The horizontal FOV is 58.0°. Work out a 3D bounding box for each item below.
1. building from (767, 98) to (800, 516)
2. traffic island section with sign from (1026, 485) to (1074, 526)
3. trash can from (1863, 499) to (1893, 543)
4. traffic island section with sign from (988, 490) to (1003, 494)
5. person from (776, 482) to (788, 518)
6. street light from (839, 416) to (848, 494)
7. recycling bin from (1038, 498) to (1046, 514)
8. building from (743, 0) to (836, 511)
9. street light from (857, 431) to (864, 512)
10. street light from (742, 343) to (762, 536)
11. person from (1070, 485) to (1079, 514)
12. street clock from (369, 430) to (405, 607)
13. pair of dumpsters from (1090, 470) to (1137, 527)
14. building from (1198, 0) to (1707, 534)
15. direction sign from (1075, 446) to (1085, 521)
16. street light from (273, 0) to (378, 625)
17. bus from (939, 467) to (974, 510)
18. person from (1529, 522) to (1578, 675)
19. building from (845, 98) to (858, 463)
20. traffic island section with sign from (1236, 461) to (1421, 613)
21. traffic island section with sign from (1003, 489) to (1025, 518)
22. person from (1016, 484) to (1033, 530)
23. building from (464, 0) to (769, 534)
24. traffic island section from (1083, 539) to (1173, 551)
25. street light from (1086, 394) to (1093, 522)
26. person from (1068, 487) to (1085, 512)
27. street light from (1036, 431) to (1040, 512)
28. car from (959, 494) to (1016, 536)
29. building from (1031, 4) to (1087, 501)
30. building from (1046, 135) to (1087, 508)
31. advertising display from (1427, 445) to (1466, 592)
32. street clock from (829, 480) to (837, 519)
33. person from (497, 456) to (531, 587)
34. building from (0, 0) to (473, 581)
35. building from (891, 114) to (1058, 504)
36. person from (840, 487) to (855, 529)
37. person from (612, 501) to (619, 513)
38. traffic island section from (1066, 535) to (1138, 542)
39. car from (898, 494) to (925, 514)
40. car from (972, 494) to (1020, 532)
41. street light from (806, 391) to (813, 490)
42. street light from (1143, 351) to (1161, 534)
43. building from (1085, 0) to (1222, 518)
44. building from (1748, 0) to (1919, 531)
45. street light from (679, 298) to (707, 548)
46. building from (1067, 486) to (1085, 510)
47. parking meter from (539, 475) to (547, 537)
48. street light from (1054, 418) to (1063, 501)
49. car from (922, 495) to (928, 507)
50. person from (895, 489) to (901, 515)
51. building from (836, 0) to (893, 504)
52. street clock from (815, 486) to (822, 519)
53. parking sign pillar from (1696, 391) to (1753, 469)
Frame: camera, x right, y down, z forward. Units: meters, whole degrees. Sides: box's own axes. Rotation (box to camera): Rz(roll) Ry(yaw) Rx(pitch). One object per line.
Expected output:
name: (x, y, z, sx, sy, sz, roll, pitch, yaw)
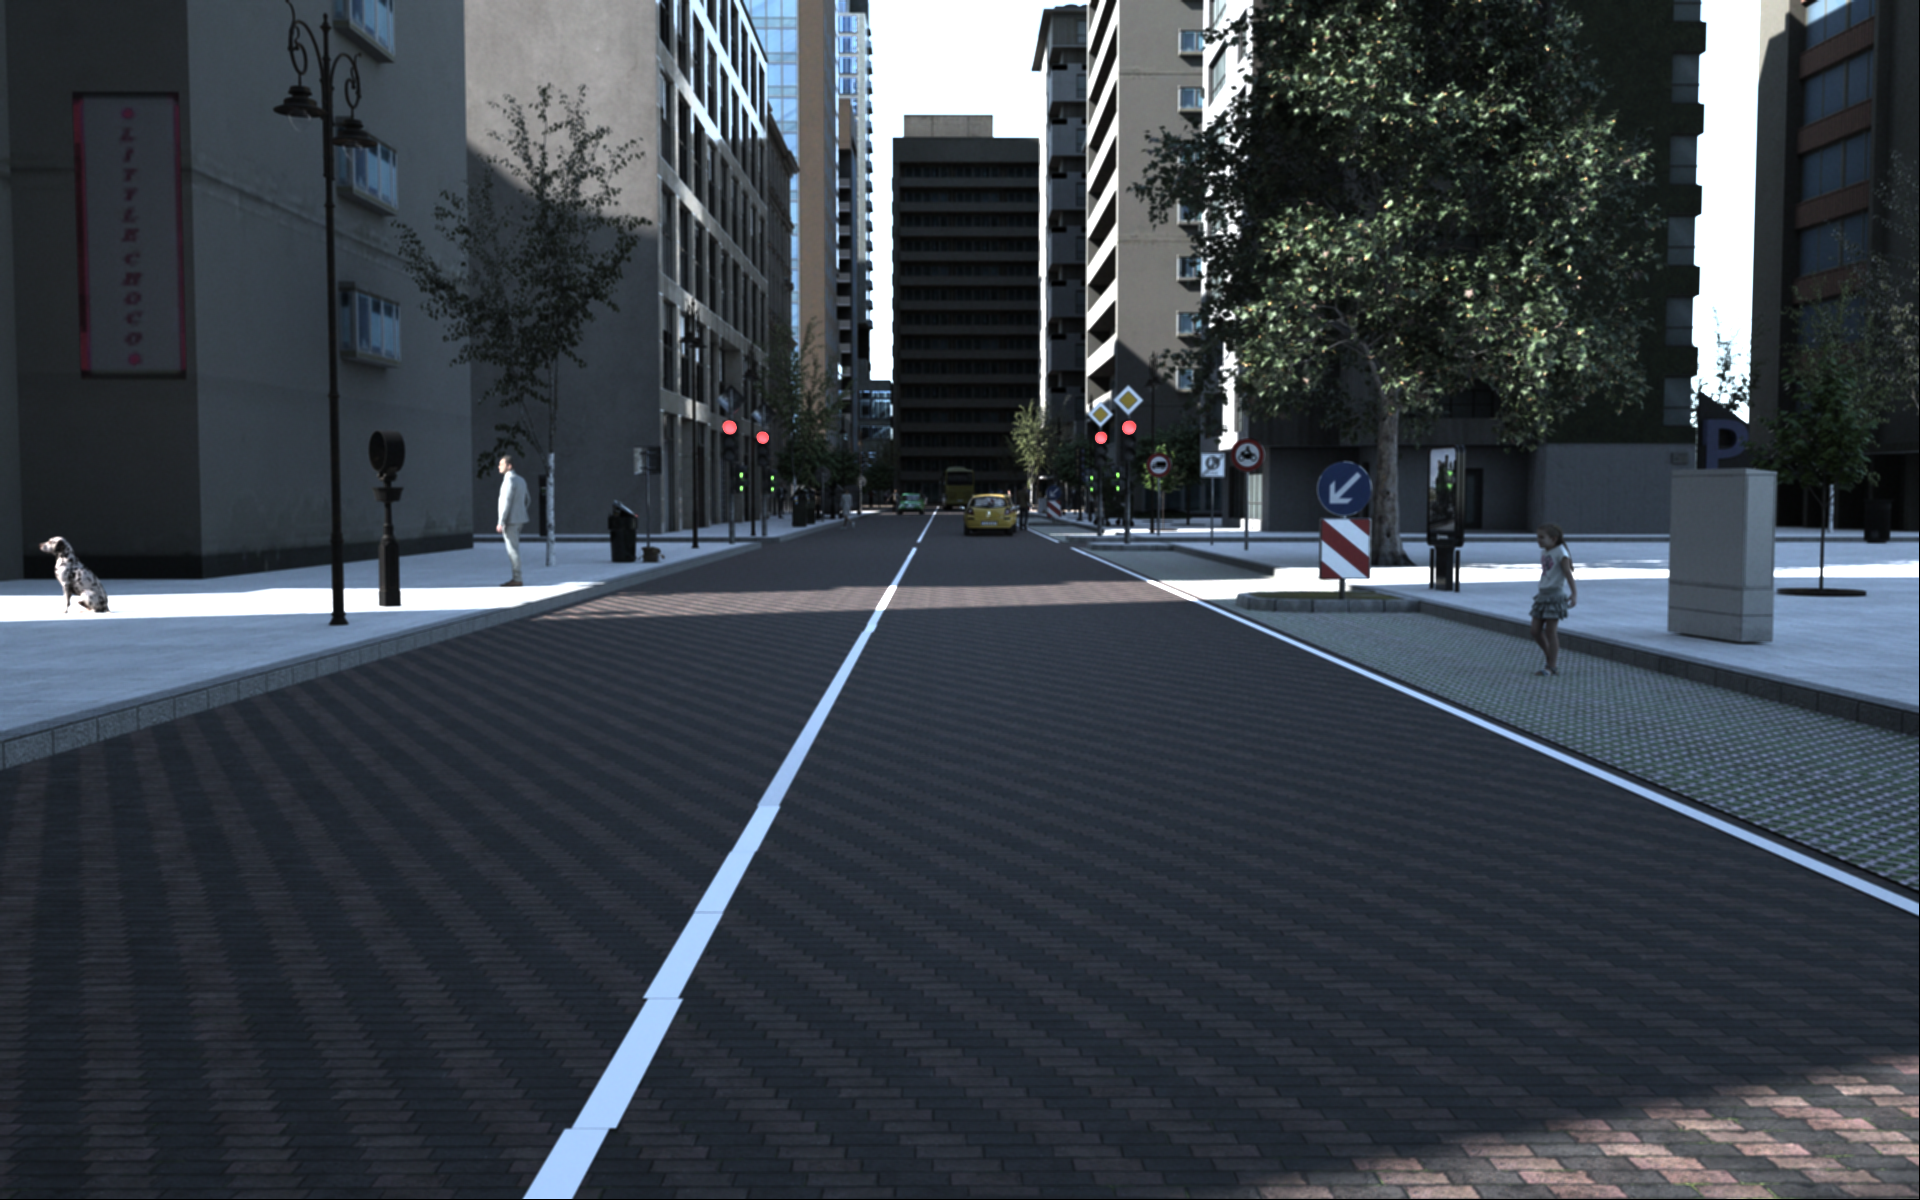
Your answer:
building: (-16.595, -18.611, 101.549, 12.463, 27.353, 25.104, 0, 4, 0)
traffic island section with sign: (4.068, -4.234, 77.849, 1.989, 1.847, 2.006, 0, 4, 0)
trash can: (24.049, -2.064, 45.398, 0.748, 1.137, 0.748, 0, 3, 0)
traffic island section with sign: (3.425, -8.922, 154.509, 1.989, 1.847, 2.006, 0, 4, 0)
person: (-9.479, -5.305, 92.146, 0.474, 1.900, 0.648, 1, 4, 22)
street light: (-6.802, -7.828, 100.778, 0.468, 5.910, 1.993, 0, 4, 0)
recycling bin: (5.482, -6.179, 113.584, 0.722, 1.027, 0.722, 0, 4, 3)
building: (-16.970, -29.657, 134.995, 14.600, 45.320, 14.200, 0, 4, 0)
street light: (-7.121, -9.272, 124.381, 0.468, 5.910, 1.993, 0, 4, 0)
street light: (-6.346, -4.905, 52.978, 0.468, 5.910, 1.993, 0, 4, 0)
person: (7.349, -6.442, 111.142, 0.659, 1.850, 0.755, 2, 4, 26)
street clock: (-6.520, -0.928, 19.744, 0.358, 2.002, 0.471, -3, 5, -42)
pair of dumpsters: (6.200, -4.127, 69.970, 1.574, 2.255, 4.437, 0, 4, 0)
building: (16.431, -17.702, 61.128, 14.107, 30.474, 14.160, 0, 4, 0)
direction sign: (5.710, -5.542, 82.609, 0.379, 3.537, 0.876, 2, 4, 33)
street light: (-6.100, -2.693, 16.826, 0.468, 5.910, 1.993, 0, 4, 0)
bus: (-0.251, -10.052, 155.895, 2.896, 3.916, 12.252, 0, 4, -2)
person: (4.712, -0.006, 13.608, 0.382, 1.210, 0.505, -1, 4, -18)
building: (-18.842, -33.189, 192.752, 14.200, 45.320, 14.600, 0, 4, 0)
traffic island section with sign: (4.539, -0.801, 21.732, 1.989, 1.847, 2.006, 0, 4, 0)
traffic island section with sign: (3.830, -5.933, 105.633, 1.989, 1.847, 2.006, 0, 4, 0)
person: (2.564, -3.712, 69.104, 0.656, 1.842, 0.836, 0, 4, -3)
building: (-19.286, -16.327, 71.456, 19.350, 26.468, 34.151, 0, 4, 0)
traffic island section: (4.342, -1.373, 44.738, 2.009, 0.180, 2.903, 0, 4, 0)
street light: (6.052, -6.566, 80.136, 0.468, 5.910, 1.993, 0, 4, 0)
person: (8.558, -7.308, 125.739, 1.509, 1.804, 0.699, 0, 4, -3)
street light: (5.748, -9.453, 127.345, 0.468, 5.910, 1.993, 0, 4, 0)
car: (0.985, -3.112, 61.107, 2.015, 1.641, 3.980, 0, 4, 0)
building: (22.595, -36.534, 186.568, 28.713, 52.752, 27.495, 0, 4, 0)
building: (24.513, -28.704, 161.184, 32.217, 40.220, 23.993, 0, 4, 0)
advertising display: (6.453, -1.090, 23.030, 0.123, 1.923, 0.974, 0, 4, -7)
street clock: (-6.494, -5.129, 88.428, 0.358, 2.002, 0.471, 2, 4, 24)
person: (-6.188, -1.089, 23.955, 0.391, 1.810, 0.635, 0, 4, -1)
building: (-21.950, -24.781, 28.870, 21.600, 48.544, 21.300, 0, 4, 0)
building: (2.074, -36.740, 224.399, 21.600, 48.544, 21.300, 0, 4, 0)
person: (-4.581, -3.753, 70.607, 0.760, 1.731, 0.466, 2, 4, 30)
person: (-9.354, -2.094, 47.400, 0.373, 1.253, 0.362, 3, 4, 36)
traffic island section: (4.276, -1.862, 52.722, 2.009, 0.180, 2.903, 0, 4, 0)
car: (-3.462, -6.982, 122.952, 1.959, 1.807, 4.718, 0, 4, 1)
car: (1.291, -3.413, 66.023, 2.015, 1.641, 3.980, 0, 4, 1)
street light: (-6.663, -6.361, 76.785, 0.468, 5.910, 1.993, 0, 4, 0)
street light: (6.253, -5.101, 56.189, 0.468, 5.910, 1.993, 0, 4, 0)
building: (19.093, -29.361, 103.748, 21.300, 48.544, 21.600, 0, 4, 0)
building: (45.871, -25.190, 66.485, 28.867, 44.769, 22.147, 0, 4, 0)
street light: (-6.291, -4.171, 40.987, 0.468, 5.910, 1.993, 0, 4, 0)
building: (19.573, -42.794, 137.937, 20.563, 71.187, 20.611, 0, 4, 0)
parking meter: (-12.552, -2.847, 52.266, 0.255, 1.863, 0.399, -1, 4, -19)
street light: (5.907, -8.009, 103.741, 0.468, 5.910, 1.993, 0, 4, 0)
car: (-4.617, -11.098, 193.815, 2.083, 1.381, 4.827, 0, 4, 0)
person: (-4.152, -6.665, 117.739, 0.573, 1.790, 0.520, -3, 5, -43)
building: (-24.224, -55.671, 222.884, 31.000, 86.520, 22.319, 0, 4, 0)
street clock: (-7.203, -5.090, 87.796, 0.358, 2.002, 0.471, 1, 4, 19)
parking sign pillar: (19.907, -3.463, 45.099, 1.447, 3.967, 1.447, 0, 4, 1)
